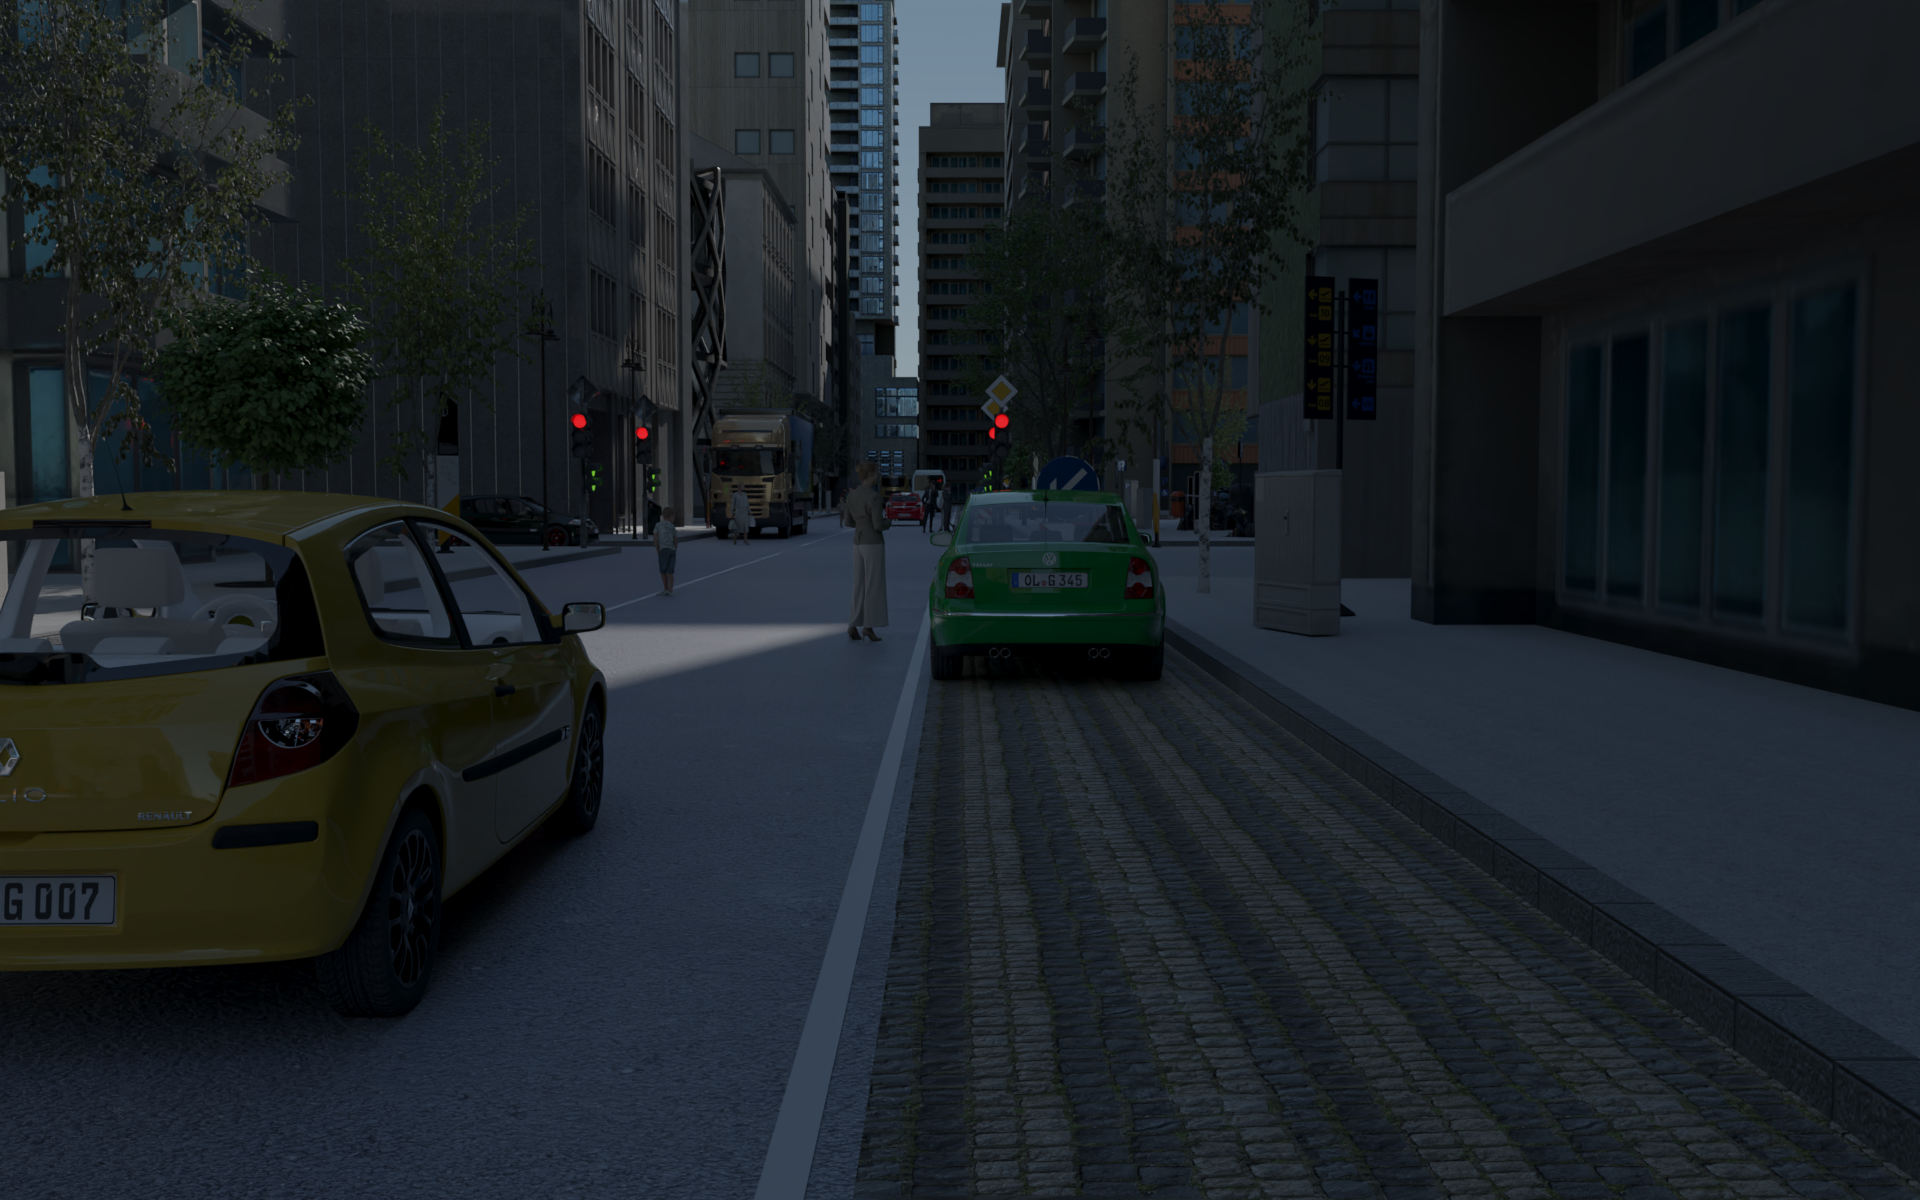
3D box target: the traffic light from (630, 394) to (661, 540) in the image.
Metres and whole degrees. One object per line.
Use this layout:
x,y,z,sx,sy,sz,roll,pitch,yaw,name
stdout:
-8.856,-3.657,48.717,0.839,4.253,0.868,0,3,0,traffic light

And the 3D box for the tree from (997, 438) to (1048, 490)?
3.683,-6.605,91.713,4.285,4.588,4.351,0,3,0,tree

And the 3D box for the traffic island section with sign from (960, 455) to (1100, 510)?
1.005,-0.612,18.639,1.989,1.847,2.006,0,3,0,traffic island section with sign

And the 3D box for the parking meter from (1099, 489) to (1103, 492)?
6.798,-4.675,84.852,0.372,1.533,0.369,0,3,0,parking meter

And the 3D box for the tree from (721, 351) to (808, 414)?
-10.339,-8.531,89.836,4.737,8.622,4.395,0,3,0,tree

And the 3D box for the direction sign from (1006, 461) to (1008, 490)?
3.030,-7.246,110.463,0.379,3.537,0.876,1,4,16,direction sign

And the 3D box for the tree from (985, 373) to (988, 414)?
3.114,-7.128,66.911,4.360,8.622,3.978,0,3,0,tree

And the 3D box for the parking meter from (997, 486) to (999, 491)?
2.615,-6.623,113.992,0.399,1.863,0.255,0,4,1,parking meter

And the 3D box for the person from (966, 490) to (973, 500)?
0.943,-8.370,145.904,0.990,1.755,0.434,-1,4,-16,person

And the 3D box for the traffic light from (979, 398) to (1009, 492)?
0.955,-3.658,48.734,0.839,4.253,0.868,0,3,0,traffic light

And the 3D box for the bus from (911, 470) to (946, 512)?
-2.512,-8.841,139.411,2.948,3.499,13.247,0,4,-1,bus

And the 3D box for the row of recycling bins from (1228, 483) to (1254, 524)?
11.225,-3.619,66.282,1.069,1.692,3.534,2,4,29,row of recycling bins

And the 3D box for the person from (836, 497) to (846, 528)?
-5.040,-3.752,74.118,0.475,1.303,0.640,-1,4,-21,person

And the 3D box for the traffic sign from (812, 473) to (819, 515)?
-8.988,-6.446,105.504,0.768,2.556,0.104,0,4,1,traffic sign

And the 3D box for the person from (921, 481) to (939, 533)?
-1.098,-3.459,64.423,0.648,1.900,0.474,-1,4,-14,person

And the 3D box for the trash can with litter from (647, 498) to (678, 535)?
-9.363,-2.609,54.037,1.055,1.170,0.624,-1,4,-22,trash can with litter

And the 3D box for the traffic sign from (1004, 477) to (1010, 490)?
2.668,-5.969,98.780,0.795,2.450,0.064,0,4,7,traffic sign

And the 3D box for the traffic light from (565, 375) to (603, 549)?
-8.855,-3.169,40.732,0.839,4.253,0.868,0,3,0,traffic light

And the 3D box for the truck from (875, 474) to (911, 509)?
-6.402,-10.596,169.165,3.469,3.379,9.791,0,4,0,truck

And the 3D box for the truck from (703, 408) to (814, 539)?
-6.650,-4.281,58.911,2.839,4.237,11.283,0,4,0,truck

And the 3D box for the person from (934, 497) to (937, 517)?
-1.748,-6.058,107.722,0.661,1.801,0.590,3,5,40,person

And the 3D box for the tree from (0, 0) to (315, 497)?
-9.539,-4.214,19.263,4.360,8.622,3.978,0,3,0,tree

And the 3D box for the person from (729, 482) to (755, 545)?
-6.172,-2.450,48.916,0.694,1.780,0.624,-1,4,-21,person

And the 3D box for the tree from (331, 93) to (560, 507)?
-9.968,-5.047,32.875,4.737,8.622,4.395,0,3,0,tree

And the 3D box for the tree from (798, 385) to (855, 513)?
-9.200,-10.168,116.602,4.360,8.622,3.978,0,3,0,tree

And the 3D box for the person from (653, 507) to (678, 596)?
-4.147,-0.684,24.373,0.332,1.250,0.352,1,4,13,person

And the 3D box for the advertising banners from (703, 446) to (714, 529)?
-9.380,-4.173,64.413,0.090,3.025,2.074,0,4,1,advertising banners

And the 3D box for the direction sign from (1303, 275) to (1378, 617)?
3.986,-1.602,18.189,0.876,3.537,0.379,-1,4,-21,direction sign

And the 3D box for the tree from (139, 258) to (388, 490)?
-9.705,-2.487,24.369,4.285,4.588,4.351,0,3,0,tree

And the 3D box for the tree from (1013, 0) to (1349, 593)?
3.068,-4.410,22.468,4.360,8.622,3.978,0,3,0,tree

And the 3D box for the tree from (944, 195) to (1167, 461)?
3.280,-8.162,59.205,9.928,11.665,9.643,0,3,0,tree

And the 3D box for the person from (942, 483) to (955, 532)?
-0.401,-3.424,64.294,0.447,1.846,0.655,1,4,20,person

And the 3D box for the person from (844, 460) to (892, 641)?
-0.865,-0.478,16.868,0.362,1.759,0.519,-3,5,-44,person

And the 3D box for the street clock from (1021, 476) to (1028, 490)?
2.628,-4.048,70.757,0.358,2.002,0.471,1,4,13,street clock

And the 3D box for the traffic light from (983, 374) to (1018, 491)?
0.956,-3.170,40.749,0.839,4.253,0.868,0,3,0,traffic light

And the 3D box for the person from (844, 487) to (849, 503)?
-6.703,-5.700,101.677,0.713,1.824,0.794,1,4,21,person

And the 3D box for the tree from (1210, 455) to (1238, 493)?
12.528,-5.501,84.538,1.663,3.219,1.824,0,3,0,tree

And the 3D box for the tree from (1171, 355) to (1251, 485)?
13.121,-8.567,90.434,4.737,8.622,4.395,0,3,0,tree

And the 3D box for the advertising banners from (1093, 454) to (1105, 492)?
5.948,-4.805,74.745,0.090,3.025,2.074,-1,4,-13,advertising banners

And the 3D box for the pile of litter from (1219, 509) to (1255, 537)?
8.540,-2.306,51.674,1.176,0.858,1.719,-2,4,-30,pile of litter

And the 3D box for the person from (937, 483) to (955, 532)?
-0.515,-3.493,65.494,0.818,1.842,0.514,-1,4,-19,person

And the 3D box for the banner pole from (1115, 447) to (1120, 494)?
8.403,-6.265,92.448,0.401,3.779,0.863,-1,4,-10,banner pole
